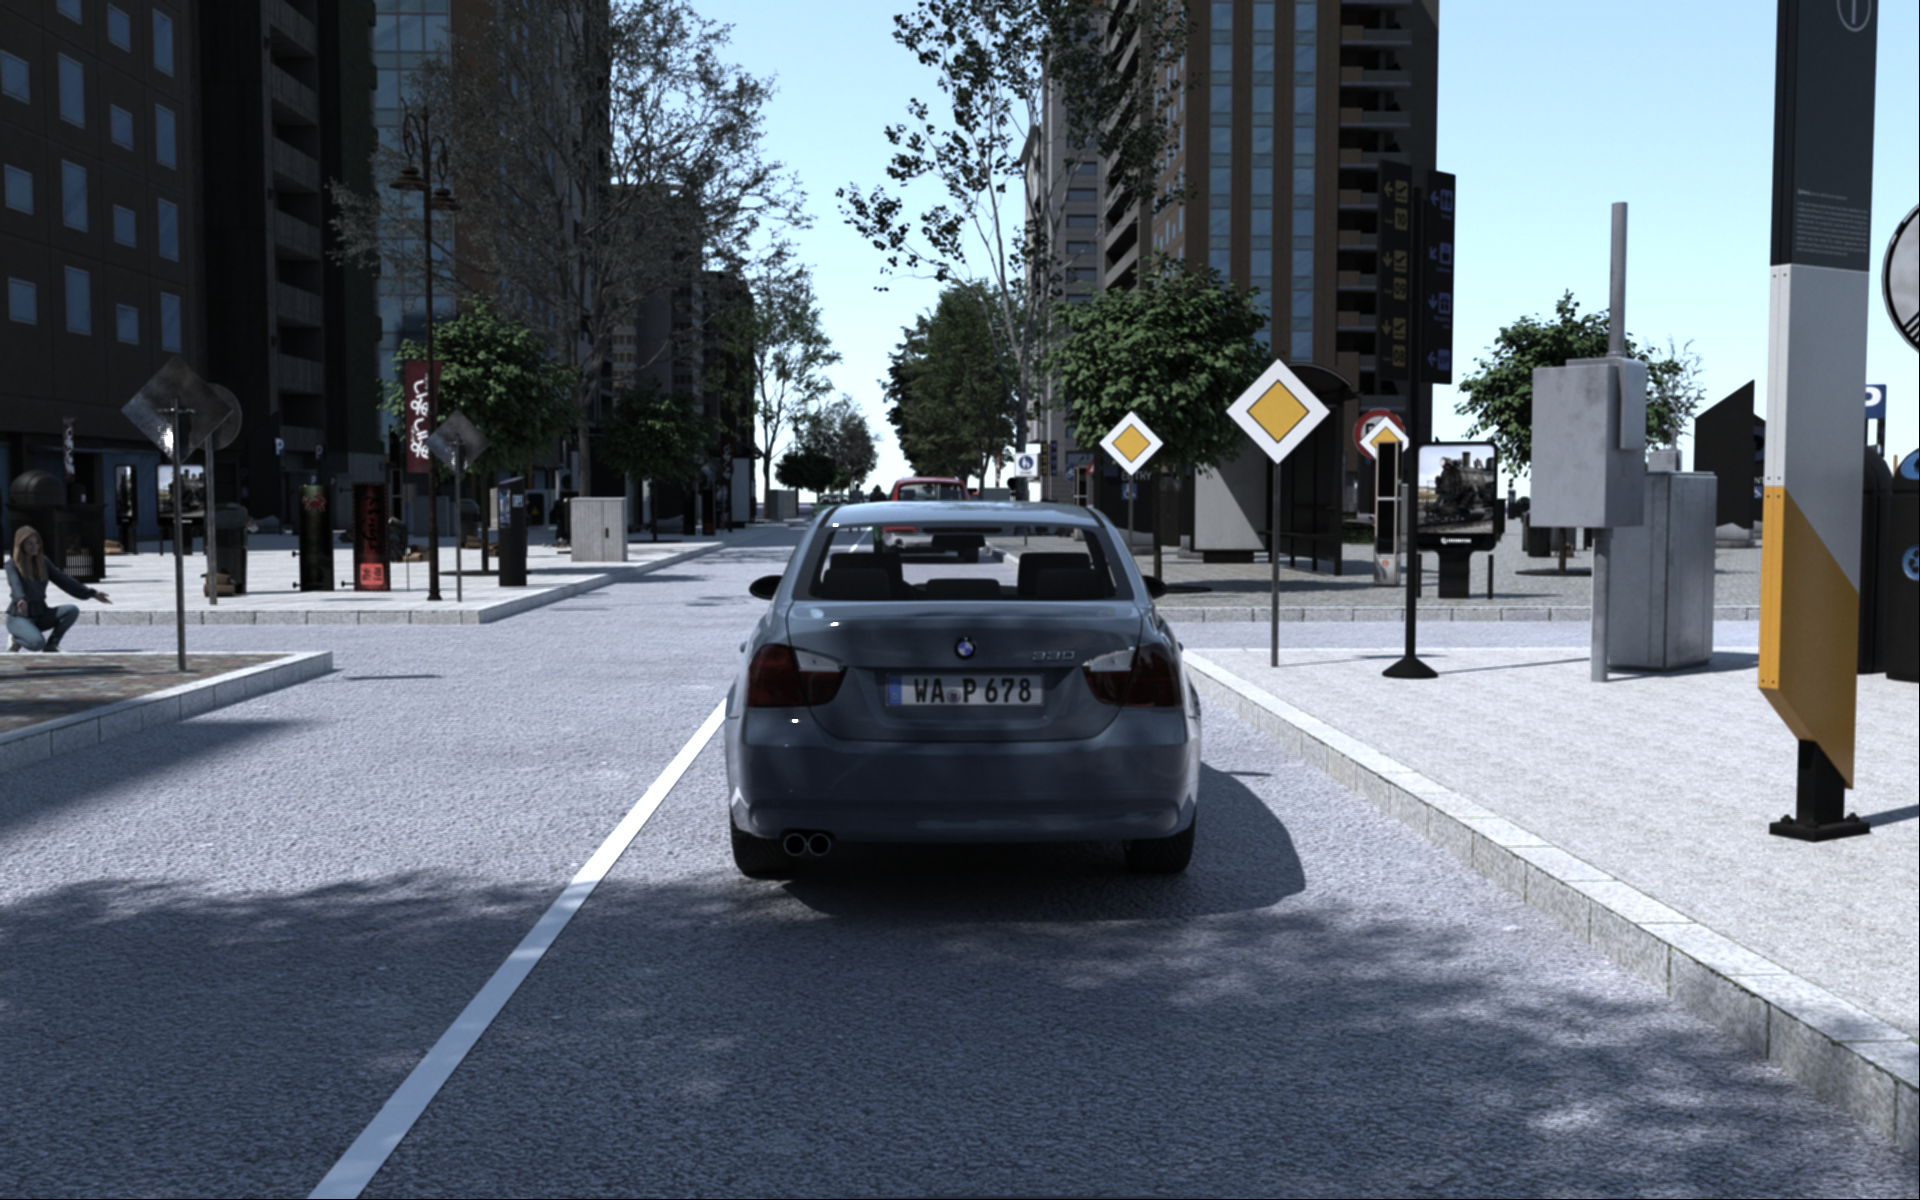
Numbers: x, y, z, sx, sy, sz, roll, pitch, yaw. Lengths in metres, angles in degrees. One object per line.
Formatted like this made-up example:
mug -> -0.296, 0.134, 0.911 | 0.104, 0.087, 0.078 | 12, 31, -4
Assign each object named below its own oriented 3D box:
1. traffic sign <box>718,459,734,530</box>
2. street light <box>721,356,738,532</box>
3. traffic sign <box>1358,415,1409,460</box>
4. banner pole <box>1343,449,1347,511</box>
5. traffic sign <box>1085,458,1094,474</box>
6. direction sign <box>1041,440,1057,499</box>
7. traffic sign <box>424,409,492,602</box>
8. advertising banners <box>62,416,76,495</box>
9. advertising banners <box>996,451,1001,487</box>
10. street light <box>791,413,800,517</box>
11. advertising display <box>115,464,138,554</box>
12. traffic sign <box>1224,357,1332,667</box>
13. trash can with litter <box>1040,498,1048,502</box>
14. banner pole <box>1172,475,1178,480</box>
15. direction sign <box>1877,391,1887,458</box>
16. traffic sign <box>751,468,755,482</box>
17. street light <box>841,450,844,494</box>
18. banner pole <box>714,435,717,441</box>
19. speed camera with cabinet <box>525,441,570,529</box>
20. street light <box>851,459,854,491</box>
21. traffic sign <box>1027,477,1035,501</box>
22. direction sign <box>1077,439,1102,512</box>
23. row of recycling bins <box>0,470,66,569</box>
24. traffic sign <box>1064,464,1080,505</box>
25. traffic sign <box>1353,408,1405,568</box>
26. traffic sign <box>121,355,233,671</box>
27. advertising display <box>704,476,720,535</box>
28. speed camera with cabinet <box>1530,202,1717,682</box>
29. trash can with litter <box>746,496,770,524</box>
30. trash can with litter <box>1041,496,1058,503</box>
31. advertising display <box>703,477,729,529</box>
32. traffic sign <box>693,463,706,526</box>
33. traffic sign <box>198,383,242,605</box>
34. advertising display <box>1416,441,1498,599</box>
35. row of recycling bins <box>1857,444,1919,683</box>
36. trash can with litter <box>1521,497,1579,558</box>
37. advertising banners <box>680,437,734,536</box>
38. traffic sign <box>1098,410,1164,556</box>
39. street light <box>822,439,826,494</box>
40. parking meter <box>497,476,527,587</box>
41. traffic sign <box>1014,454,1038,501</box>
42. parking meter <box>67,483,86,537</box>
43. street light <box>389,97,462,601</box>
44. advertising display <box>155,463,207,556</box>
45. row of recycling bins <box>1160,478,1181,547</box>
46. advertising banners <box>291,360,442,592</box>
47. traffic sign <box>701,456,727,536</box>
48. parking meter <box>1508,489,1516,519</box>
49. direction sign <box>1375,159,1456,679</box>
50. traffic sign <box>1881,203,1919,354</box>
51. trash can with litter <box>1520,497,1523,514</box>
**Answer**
traffic sign -> -8.399, -3.753, 61.470 | 0.768, 2.556, 0.104 | 0, 4, -2
street light -> -7.729, -5.219, 58.118 | 0.468, 5.910, 1.993 | 0, 4, -2
traffic sign -> 6.243, -1.485, 25.465 | 0.795, 2.450, 0.064 | 0, 4, 3
banner pole -> 21.162, -6.453, 95.527 | 0.401, 3.779, 0.863 | 3, 5, 43
traffic sign -> 3.789, -2.845, 46.514 | 0.884, 2.594, 0.081 | 0, 4, 3
direction sign -> 3.764, -4.985, 73.497 | 0.876, 3.537, 0.379 | 3, 5, 43
traffic sign -> -5.944, -1.032, 20.516 | 0.795, 2.450, 0.064 | 0, 4, -2
advertising banners -> -20.127, -2.576, 38.308 | 0.090, 3.025, 2.074 | 0, 4, 6
advertising banners -> 1.275, -4.635, 71.963 | 0.090, 3.025, 2.074 | -1, 4, -22
street light -> -9.181, -7.608, 97.177 | 0.468, 5.910, 1.993 | 0, 4, -2
advertising display -> -18.105, -1.983, 37.630 | 0.974, 1.923, 0.123 | 3, 5, 45
traffic sign -> 2.334, -0.560, 12.803 | 0.795, 2.450, 0.064 | 0, 4, -2
trash can with litter -> 2.498, -2.851, 57.993 | 1.055, 1.170, 0.624 | 0, 4, 3
banner pole -> 10.424, -5.721, 83.557 | 0.401, 3.779, 0.863 | -3, 5, -41
direction sign -> 19.970, -2.789, 37.604 | 0.379, 3.537, 0.876 | 1, 4, 19
traffic sign -> -9.774, -4.851, 79.416 | 0.768, 2.556, 0.104 | 0, 4, 7
street light -> -12.200, -12.690, 180.267 | 0.468, 5.910, 1.993 | 0, 4, -2
banner pole -> -10.206, -5.128, 73.859 | 0.863, 3.779, 0.401 | 1, 4, 17
speed camera with cabinet -> -15.107, -4.231, 63.521 | 2.038, 3.252, 0.660 | -2, 4, -29
street light -> -13.517, -14.974, 217.617 | 0.468, 5.910, 1.993 | 0, 4, -2
traffic sign -> 2.826, -4.427, 72.495 | 0.768, 2.556, 0.104 | 0, 4, 1
direction sign -> 2.517, -2.388, 31.038 | 0.876, 3.537, 0.379 | 1, 4, 18
row of recycling bins -> -17.185, -1.365, 29.437 | 3.534, 1.692, 1.069 | -2, 4, -28
traffic sign -> 4.788, -4.477, 73.307 | 0.768, 2.556, 0.104 | 0, 4, 4
traffic sign -> 6.242, -1.576, 25.879 | 0.768, 2.556, 0.104 | 0, 4, 2
traffic sign -> -5.655, -0.544, 12.536 | 0.795, 2.450, 0.064 | 0, 4, -2
advertising display -> -7.880, -3.043, 54.969 | 0.123, 1.923, 0.974 | -1, 4, -19
speed camera with cabinet -> 4.811, -1.110, 12.479 | 0.660, 3.252, 2.038 | 3, 5, 43
trash can with litter -> -9.132, -3.952, 75.677 | 1.678, 1.210, 2.233 | 0, 4, -4
trash can with litter -> 2.372, -2.620, 53.893 | 2.233, 1.210, 1.678 | 0, 4, -3
advertising display -> -8.916, -3.554, 63.324 | 0.974, 1.923, 0.123 | 1, 4, 10
traffic sign -> -10.732, -4.308, 70.541 | 0.768, 2.556, 0.104 | 0, 4, 3
traffic sign -> -8.652, -1.216, 19.991 | 0.768, 2.556, 0.104 | 0, 4, 8
advertising display -> 6.075, -0.981, 21.245 | 0.974, 1.923, 0.123 | 1, 4, 21
row of recycling bins -> 6.954, -0.267, 11.473 | 1.069, 1.692, 3.534 | -1, 4, -23
trash can with litter -> 12.036, -1.457, 35.207 | 1.055, 1.170, 0.624 | 1, 4, 15
advertising banners -> -7.828, -3.520, 53.732 | 2.074, 3.025, 0.090 | 2, 4, 29
traffic sign -> 2.046, -1.048, 20.783 | 0.795, 2.450, 0.064 | 0, 4, -2
street light -> -10.562, -9.892, 134.524 | 0.468, 5.910, 1.993 | 0, 4, -2
parking meter -> -6.227, -0.958, 24.074 | 0.372, 1.533, 0.369 | 0, 3, 0
traffic sign -> 1.639, -2.503, 43.046 | 0.606, 2.300, 0.079 | 0, 4, 4
parking meter -> -19.713, -1.850, 38.663 | 0.372, 1.533, 0.369 | 0, 3, 0
street light -> -6.348, -2.933, 20.745 | 0.468, 5.910, 1.993 | 0, 4, -2
advertising display -> -16.241, -1.892, 36.155 | 0.974, 1.923, 0.123 | -1, 4, -13
row of recycling bins -> 5.737, -2.136, 42.030 | 1.069, 1.692, 3.534 | -2, 4, -26
advertising banners -> -7.760, -1.621, 22.696 | 2.074, 3.025, 0.090 | 0, 4, 5
traffic sign -> -7.465, -3.141, 52.538 | 0.795, 2.450, 0.064 | 0, 4, 1
parking meter -> 28.000, -4.862, 87.903 | 0.372, 1.533, 0.369 | 0, 3, 0
direction sign -> 3.169, -1.229, 12.093 | 0.876, 3.537, 0.379 | -3, 5, -41
traffic sign -> 4.153, -0.432, 7.173 | 0.768, 2.556, 0.104 | 0, 4, 0
trash can with litter -> 25.213, -3.984, 76.523 | 0.624, 1.170, 1.055 | -1, 4, -18
